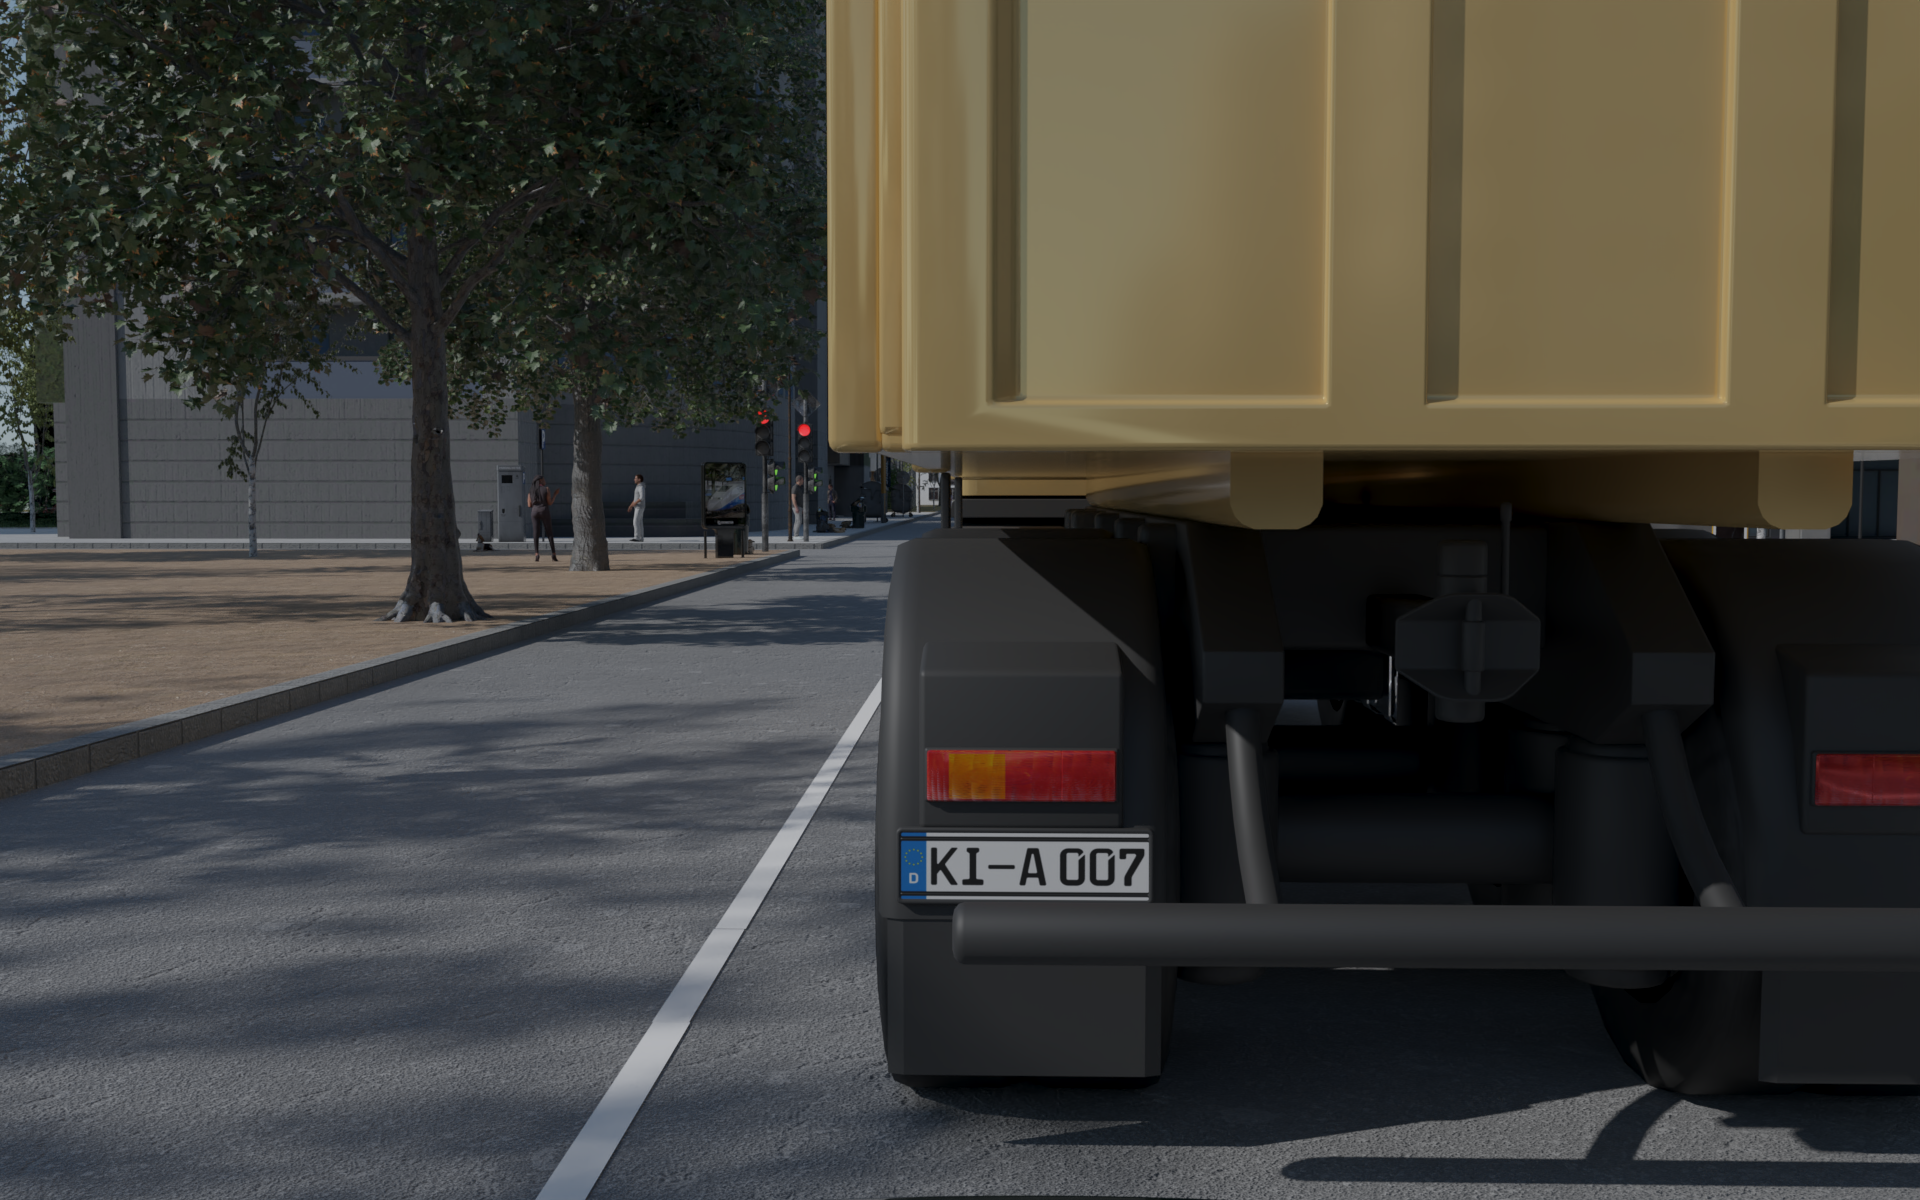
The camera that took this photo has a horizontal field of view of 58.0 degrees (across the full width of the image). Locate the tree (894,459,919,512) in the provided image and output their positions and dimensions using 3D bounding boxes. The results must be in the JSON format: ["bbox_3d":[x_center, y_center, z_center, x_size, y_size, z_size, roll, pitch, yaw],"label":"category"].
[{"bbox_3d":[-3.179,-10.458,121.343,4.737,8.622,4.395,0,3,0],"label":"tree"}]

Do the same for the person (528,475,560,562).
[{"bbox_3d":[-7.904,-1.553,32.908,0.593,1.643,0.415,-3,5,-42],"label":"person"}]

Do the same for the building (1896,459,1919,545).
[{"bbox_3d":[17.786,-22.189,12.906,14.600,45.320,14.200,0,4,1],"label":"building"}]

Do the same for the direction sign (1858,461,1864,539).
[{"bbox_3d":[20.075,-2.847,38.540,0.379,3.537,0.876,0,4,2],"label":"direction sign"}]

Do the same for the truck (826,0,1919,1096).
[{"bbox_3d":[1.171,-0.725,7.784,3.469,3.379,9.791,0,4,2],"label":"truck"}]

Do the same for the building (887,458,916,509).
[{"bbox_3d":[-13.242,-18.031,161.265,16.747,18.905,31.486,0,4,1],"label":"building"}]

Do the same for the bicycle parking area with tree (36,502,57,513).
[{"bbox_3d":[-39.692,-6.008,85.232,8.231,4.147,9.016,2,4,25],"label":"bicycle parking area with tree"}]

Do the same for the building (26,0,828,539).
[{"bbox_3d":[-16.743,-31.795,61.852,21.231,58.520,28.212,0,4,1],"label":"building"}]

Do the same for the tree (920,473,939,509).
[{"bbox_3d":[-2.230,-12.311,151.648,4.360,8.622,3.978,0,3,0],"label":"tree"}]

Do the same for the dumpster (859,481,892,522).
[{"bbox_3d":[-3.858,-4.390,77.527,1.264,1.857,1.865,0,4,2],"label":"dumpster"}]

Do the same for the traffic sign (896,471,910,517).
[{"bbox_3d":[-3.119,-5.806,95.040,0.768,2.556,0.104,0,4,8],"label":"traffic sign"}]

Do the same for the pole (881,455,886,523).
[{"bbox_3d":[-3.360,-5.035,76.171,0.158,3.312,0.155,0,3,0],"label":"pole"}]

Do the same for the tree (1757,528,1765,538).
[{"bbox_3d":[14.462,-4.970,31.623,4.360,8.622,3.978,0,3,0],"label":"tree"}]

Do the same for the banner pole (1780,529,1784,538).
[{"bbox_3d":[18.429,-2.950,38.246,0.863,3.779,0.401,0,4,8],"label":"banner pole"}]

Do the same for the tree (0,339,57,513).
[{"bbox_3d":[-58.549,-12.768,110.578,13.155,14.587,18.604,0,4,-8],"label":"tree"}]

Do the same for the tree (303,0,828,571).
[{"bbox_3d":[-6.111,-7.464,28.689,9.857,13.997,8.962,0,3,0],"label":"tree"}]

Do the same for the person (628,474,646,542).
[{"bbox_3d":[-8.655,-2.454,46.314,0.789,1.805,0.875,-1,4,-14],"label":"person"}]

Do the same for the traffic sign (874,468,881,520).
[{"bbox_3d":[-3.835,-5.145,84.229,0.768,2.556,0.104,1,4,8],"label":"traffic sign"}]

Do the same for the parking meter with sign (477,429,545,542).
[{"bbox_3d":[-11.982,-3.056,46.232,1.738,3.016,0.543,0,4,-5],"label":"parking meter with sign"}]

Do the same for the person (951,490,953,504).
[{"bbox_3d":[-0.649,-6.255,111.441,0.621,1.740,0.551,0,4,2],"label":"person"}]

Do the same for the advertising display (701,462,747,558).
[{"bbox_3d":[-4.733,-1.806,34.744,0.974,1.923,0.123,-3,4,-37],"label":"advertising display"}]

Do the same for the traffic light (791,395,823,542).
[{"bbox_3d":[-4.114,-3.516,46.415,0.839,4.253,0.868,0,4,1],"label":"traffic light"}]

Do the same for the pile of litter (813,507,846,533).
[{"bbox_3d":[-4.363,-2.681,57.800,1.176,0.858,1.719,0,4,2],"label":"pile of litter"}]

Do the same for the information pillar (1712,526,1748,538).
[{"bbox_3d":[6.961,-0.682,15.649,0.304,2.012,0.304,2,4,24],"label":"information pillar"}]

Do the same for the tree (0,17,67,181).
[{"bbox_3d":[-15.393,-4.684,26.944,4.737,8.622,4.395,0,3,0],"label":"tree"}]

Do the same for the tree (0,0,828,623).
[{"bbox_3d":[-5.485,-6.137,17.353,9.611,12.733,9.660,0,3,0],"label":"tree"}]

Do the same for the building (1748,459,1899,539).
[{"bbox_3d":[29.213,-37.780,55.957,20.611,71.187,20.563,0,4,1],"label":"building"}]

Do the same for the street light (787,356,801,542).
[{"bbox_3d":[-4.588,-4.519,46.670,0.468,5.910,1.993,0,4,1],"label":"street light"}]

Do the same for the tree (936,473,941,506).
[{"bbox_3d":[-2.172,-15.639,181.457,9.928,11.665,9.643,0,3,0],"label":"tree"}]

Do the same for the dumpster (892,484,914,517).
[{"bbox_3d":[-3.245,-5.542,96.372,1.264,1.857,1.865,0,4,1],"label":"dumpster"}]

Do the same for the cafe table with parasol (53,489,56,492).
[{"bbox_3d":[-50.389,-5.758,99.006,2.610,1.966,2.610,-2,4,-32],"label":"cafe table with parasol"}]

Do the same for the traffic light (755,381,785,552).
[{"bbox_3d":[-4.314,-3.028,38.432,0.839,4.253,0.868,0,4,1],"label":"traffic light"}]

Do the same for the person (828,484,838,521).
[{"bbox_3d":[-6.343,-4.716,83.686,0.750,1.759,0.617,-3,5,-41],"label":"person"}]

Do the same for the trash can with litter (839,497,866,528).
[{"bbox_3d":[-4.021,-3.259,64.666,1.055,1.170,0.624,2,4,26],"label":"trash can with litter"}]

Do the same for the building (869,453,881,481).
[{"bbox_3d":[-12.070,-22.053,216.985,11.380,20.091,16.016,0,4,1],"label":"building"}]

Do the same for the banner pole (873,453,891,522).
[{"bbox_3d":[-3.569,-5.471,79.473,0.863,3.779,0.401,0,4,5],"label":"banner pole"}]

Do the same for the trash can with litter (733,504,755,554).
[{"bbox_3d":[-4.731,-1.558,36.859,0.624,1.170,1.055,0,4,6],"label":"trash can with litter"}]

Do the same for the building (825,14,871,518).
[{"bbox_3d":[-12.471,-19.763,94.834,14.160,30.474,14.107,0,4,1],"label":"building"}]

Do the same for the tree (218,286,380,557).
[{"bbox_3d":[-14.322,-5.197,35.331,4.360,8.622,3.978,0,3,0],"label":"tree"}]

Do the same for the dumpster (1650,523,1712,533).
[{"bbox_3d":[6.867,-0.693,17.091,1.264,1.857,1.865,0,4,2],"label":"dumpster"}]

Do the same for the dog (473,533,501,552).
[{"bbox_3d":[-10.617,-1.294,38.885,0.748,0.427,0.550,-2,4,-31],"label":"dog"}]

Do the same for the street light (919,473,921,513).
[{"bbox_3d":[-2.735,-8.838,117.292,0.468,5.910,1.993,0,4,1],"label":"street light"}]

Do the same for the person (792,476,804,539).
[{"bbox_3d":[-4.568,-2.628,49.147,0.434,1.807,0.598,1,4,19],"label":"person"}]

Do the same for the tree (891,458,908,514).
[{"bbox_3d":[-3.802,-12.203,109.887,12.009,13.543,11.850,0,3,0],"label":"tree"}]

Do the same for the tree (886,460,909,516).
[{"bbox_3d":[-3.679,-6.418,99.533,1.663,3.219,1.824,0,3,0],"label":"tree"}]

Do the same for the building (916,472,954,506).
[{"bbox_3d":[8.161,-16.552,212.770,28.070,9.664,9.099,0,4,1],"label":"building"}]
